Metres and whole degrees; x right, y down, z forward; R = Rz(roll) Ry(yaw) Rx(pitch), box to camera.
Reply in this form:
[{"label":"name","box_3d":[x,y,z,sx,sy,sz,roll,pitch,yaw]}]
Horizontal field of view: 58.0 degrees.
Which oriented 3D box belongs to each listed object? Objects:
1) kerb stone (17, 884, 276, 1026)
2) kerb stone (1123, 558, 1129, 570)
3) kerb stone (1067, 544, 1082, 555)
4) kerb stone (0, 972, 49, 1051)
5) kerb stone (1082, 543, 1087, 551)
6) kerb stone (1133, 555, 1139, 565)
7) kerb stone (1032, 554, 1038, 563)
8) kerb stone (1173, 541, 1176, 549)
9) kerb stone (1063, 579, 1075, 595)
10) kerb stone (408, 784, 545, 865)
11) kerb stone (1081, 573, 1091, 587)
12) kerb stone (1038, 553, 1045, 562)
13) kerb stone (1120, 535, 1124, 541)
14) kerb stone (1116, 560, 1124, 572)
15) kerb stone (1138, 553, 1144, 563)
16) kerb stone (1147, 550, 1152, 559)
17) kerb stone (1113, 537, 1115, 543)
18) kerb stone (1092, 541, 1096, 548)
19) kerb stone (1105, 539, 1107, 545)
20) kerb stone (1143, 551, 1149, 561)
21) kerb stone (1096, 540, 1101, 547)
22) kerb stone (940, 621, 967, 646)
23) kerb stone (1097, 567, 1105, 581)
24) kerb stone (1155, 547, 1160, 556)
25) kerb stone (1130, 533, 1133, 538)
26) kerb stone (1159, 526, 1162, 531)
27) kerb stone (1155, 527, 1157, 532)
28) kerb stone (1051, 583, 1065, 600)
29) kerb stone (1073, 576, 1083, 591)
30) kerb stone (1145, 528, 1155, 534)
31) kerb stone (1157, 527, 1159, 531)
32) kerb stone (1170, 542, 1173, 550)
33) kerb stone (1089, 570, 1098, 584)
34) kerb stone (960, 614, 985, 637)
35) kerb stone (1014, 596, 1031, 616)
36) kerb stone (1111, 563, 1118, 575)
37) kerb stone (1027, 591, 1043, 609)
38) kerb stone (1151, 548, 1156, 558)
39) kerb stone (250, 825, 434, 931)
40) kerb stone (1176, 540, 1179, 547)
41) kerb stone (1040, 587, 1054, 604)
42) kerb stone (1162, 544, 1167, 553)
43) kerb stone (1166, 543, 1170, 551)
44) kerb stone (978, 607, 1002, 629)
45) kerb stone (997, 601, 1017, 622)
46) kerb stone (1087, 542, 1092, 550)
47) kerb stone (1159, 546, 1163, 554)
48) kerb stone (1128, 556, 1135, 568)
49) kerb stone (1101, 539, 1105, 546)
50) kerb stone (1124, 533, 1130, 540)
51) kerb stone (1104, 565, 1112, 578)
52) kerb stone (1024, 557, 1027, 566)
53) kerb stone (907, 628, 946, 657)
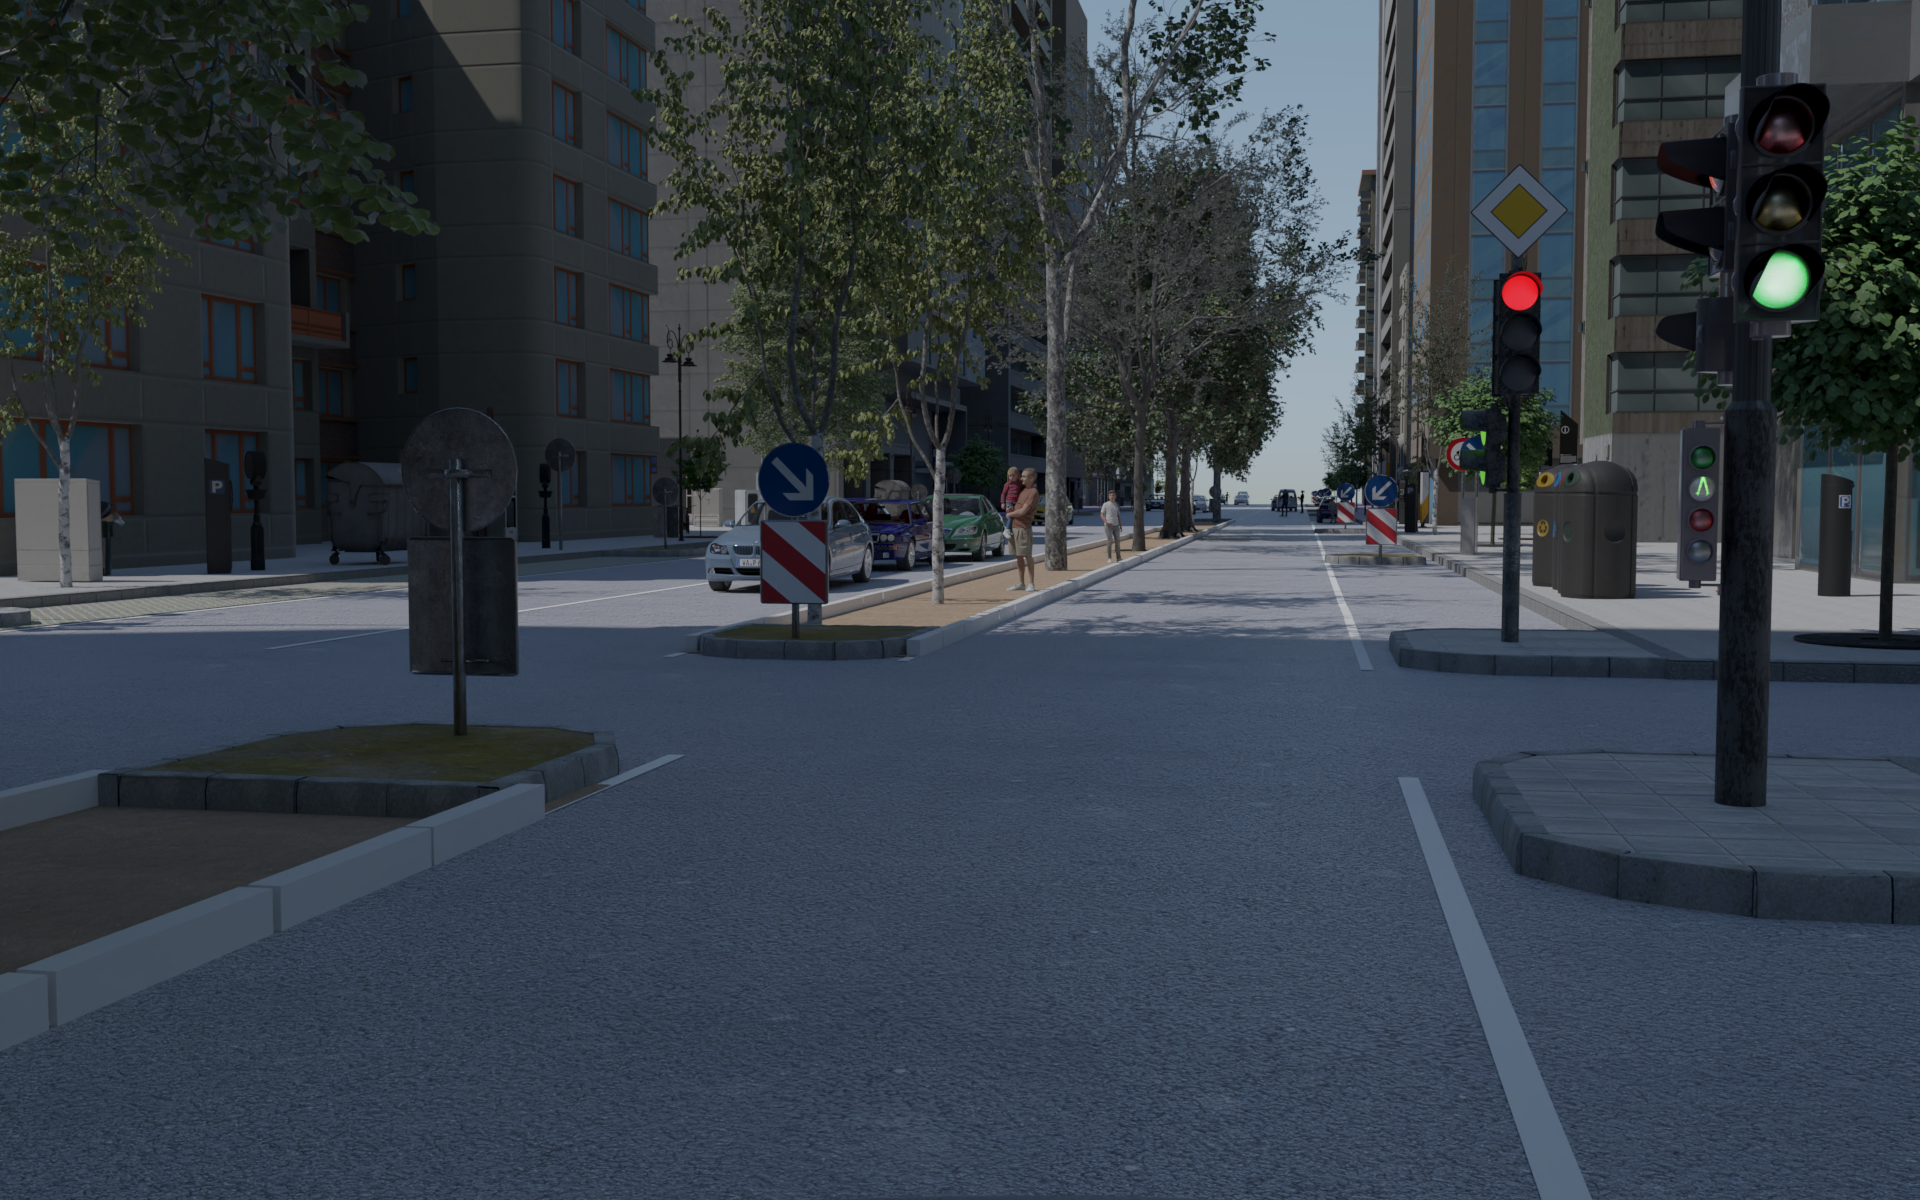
[{"label":"kerb stone","box_3d":[-2.391,1.042,5.158,0.120,0.150,1.000,1,4,11]},{"label":"kerb stone","box_3d":[3.055,-0.647,32.818,0.120,0.150,1.000,1,4,11]},{"label":"kerb stone","box_3d":[2.793,-1.232,42.344,0.120,0.150,1.000,1,4,11]},{"label":"kerb stone","box_3d":[-2.590,1.104,4.146,0.120,0.150,1.000,1,4,11]},{"label":"kerb stone","box_3d":[2.992,-1.294,43.348,0.120,0.150,1.000,1,4,11]},{"label":"kerb stone","box_3d":[3.451,-0.773,34.829,0.120,0.150,1.000,1,4,11]},{"label":"kerb stone","box_3d":[1.403,-0.799,35.301,0.120,0.150,1.000,1,4,11]},{"label":"kerb stone","box_3d":[5.434,-1.389,44.898,0.120,0.150,1.000,1,4,11]},{"label":"kerb stone","box_3d":[1.481,-0.157,24.769,0.120,0.150,1.000,1,4,11]},{"label":"kerb stone","box_3d":[-1.991,0.919,7.176,0.120,0.150,1.000,1,4,11]},{"label":"kerb stone","box_3d":[1.869,-0.275,26.786,0.120,0.150,1.000,1,4,11]},{"label":"kerb stone","box_3d":[1.605,-0.861,36.311,0.120,0.150,1.000,1,4,11]},{"label":"kerb stone","box_3d":[4.770,-1.846,52.375,0.120,0.150,1.000,1,4,11]},{"label":"kerb stone","box_3d":[2.856,-0.588,31.811,0.120,0.150,1.000,1,4,11]},{"label":"kerb stone","box_3d":[3.648,-0.832,35.832,0.120,0.150,1.000,1,4,11]},{"label":"kerb stone","box_3d":[4.044,-0.957,37.850,0.120,0.150,1.000,1,4,11]},{"label":"kerb stone","box_3d":[4.373,-1.723,50.369,0.120,0.150,1.000,1,4,11]},{"label":"kerb stone","box_3d":[3.389,-1.414,45.353,0.120,0.150,1.000,1,4,11]},{"label":"kerb stone","box_3d":[3.977,-1.601,48.364,0.120,0.150,1.000,1,4,11]},{"label":"kerb stone","box_3d":[3.855,-0.896,36.844,0.120,0.150,1.000,1,4,11]},{"label":"kerb stone","box_3d":[3.582,-1.478,46.358,0.120,0.150,1.000,1,4,11]},{"label":"kerb stone","box_3d":[-0.114,0.334,16.727,0.120,0.150,1.000,1,4,11]},{"label":"kerb stone","box_3d":[2.254,-0.403,28.793,0.120,0.150,1.000,1,4,11]},{"label":"kerb stone","box_3d":[4.434,-1.080,39.859,0.120,0.150,1.000,1,4,11]},{"label":"kerb stone","box_3d":[5.368,-2.031,55.398,0.120,0.150,1.000,1,4,11]},{"label":"kerb stone","box_3d":[7.538,-2.707,66.451,0.120,0.150,1.000,1,4,11]},{"label":"kerb stone","box_3d":[7.147,-2.584,64.444,0.120,0.150,1.000,1,4,11]},{"label":"kerb stone","box_3d":[1.273,-0.096,23.762,0.120,0.150,1.000,1,4,11]},{"label":"kerb stone","box_3d":[1.668,-0.219,25.774,0.120,0.150,1.000,1,4,11]},{"label":"kerb stone","box_3d":[6.949,-2.523,63.442,0.120,0.150,1.000,1,4,11]},{"label":"kerb stone","box_3d":[7.341,-2.645,65.448,0.120,0.150,1.000,1,4,11]},{"label":"kerb stone","box_3d":[5.232,-1.324,43.894,0.120,0.150,1.000,1,4,11]},{"label":"kerb stone","box_3d":[2.058,-0.341,27.790,0.120,0.150,1.000,1,4,11]},{"label":"kerb stone","box_3d":[0.084,0.276,17.730,0.120,0.150,1.000,1,4,11]},{"label":"kerb stone","box_3d":[0.687,0.089,20.745,0.120,0.150,1.000,1,4,11]},{"label":"kerb stone","box_3d":[2.655,-0.526,30.801,0.120,0.150,1.000,1,4,11]},{"label":"kerb stone","box_3d":[0.873,0.027,21.750,0.120,0.150,1.000,1,4,11]},{"label":"kerb stone","box_3d":[4.245,-1.019,38.852,0.120,0.150,1.000,1,4,11]},{"label":"kerb stone","box_3d":[-2.186,0.981,6.172,0.120,0.150,1.000,1,4,11]},{"label":"kerb stone","box_3d":[5.629,-1.450,45.901,0.120,0.150,1.000,1,4,11]},{"label":"kerb stone","box_3d":[1.073,-0.034,22.752,0.120,0.150,1.000,1,4,11]},{"label":"kerb stone","box_3d":[4.842,-1.204,41.877,0.120,0.150,1.000,1,4,11]},{"label":"kerb stone","box_3d":[5.048,-1.266,42.887,0.120,0.150,1.000,1,4,11]},{"label":"kerb stone","box_3d":[0.278,0.212,18.733,0.120,0.150,1.000,1,4,11]},{"label":"kerb stone","box_3d":[0.482,0.150,19.743,0.120,0.150,1.000,1,4,11]},{"label":"kerb stone","box_3d":[3.192,-1.355,44.350,0.120,0.150,1.000,1,4,11]},{"label":"kerb stone","box_3d":[4.640,-1.138,40.868,0.120,0.150,1.000,1,4,11]},{"label":"kerb stone","box_3d":[3.259,-0.708,33.820,0.120,0.150,1.000,1,4,11]},{"label":"kerb stone","box_3d":[3.785,-1.535,47.360,0.120,0.150,1.000,1,4,11]},{"label":"kerb stone","box_3d":[5.166,-1.969,54.395,0.120,0.150,1.000,1,4,11]},{"label":"kerb stone","box_3d":[2.457,-0.464,29.798,0.120,0.150,1.000,1,4,11]},{"label":"kerb stone","box_3d":[1.211,-0.740,34.294,0.120,0.150,1.000,1,4,11]},{"label":"kerb stone","box_3d":[-0.313,0.396,15.724,0.120,0.150,1.000,1,4,11]}]
